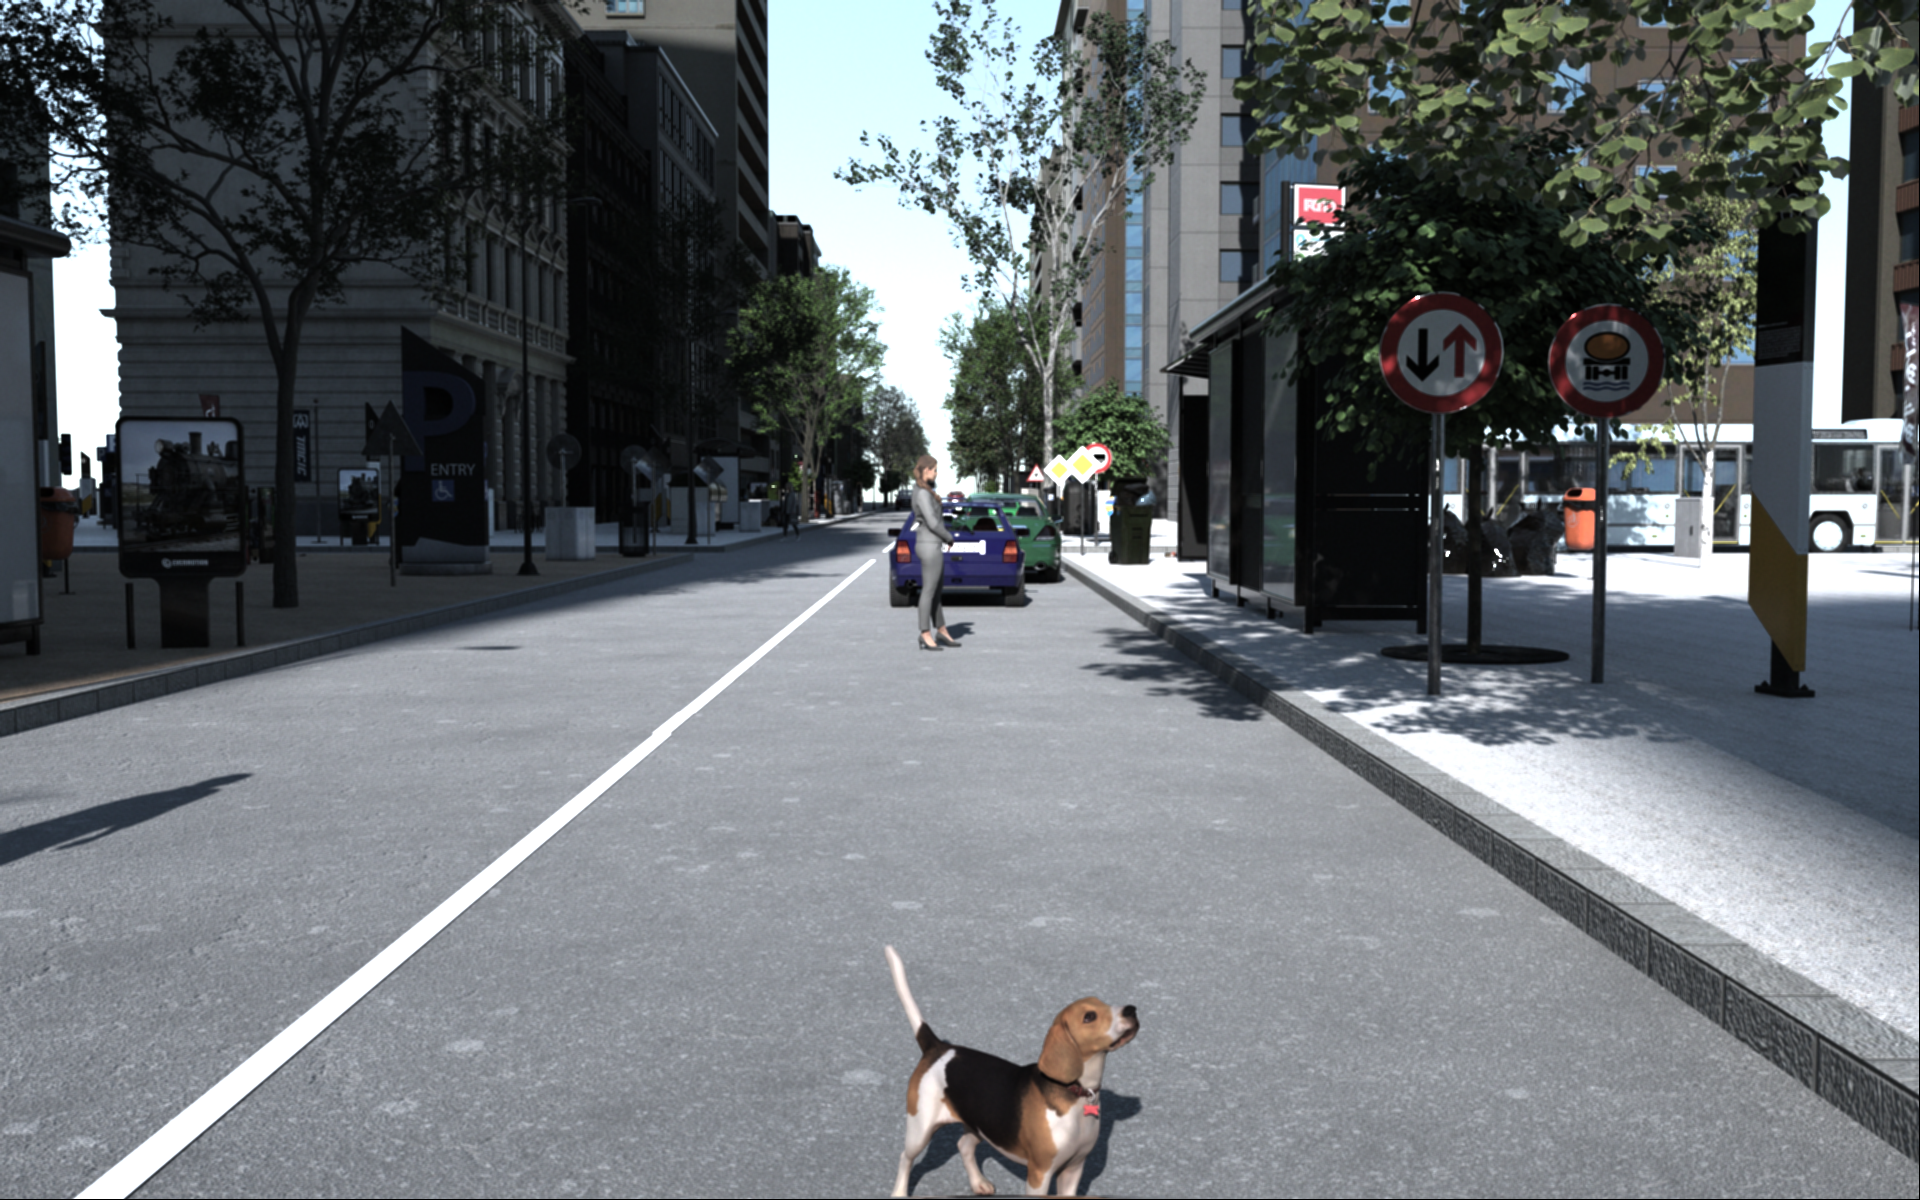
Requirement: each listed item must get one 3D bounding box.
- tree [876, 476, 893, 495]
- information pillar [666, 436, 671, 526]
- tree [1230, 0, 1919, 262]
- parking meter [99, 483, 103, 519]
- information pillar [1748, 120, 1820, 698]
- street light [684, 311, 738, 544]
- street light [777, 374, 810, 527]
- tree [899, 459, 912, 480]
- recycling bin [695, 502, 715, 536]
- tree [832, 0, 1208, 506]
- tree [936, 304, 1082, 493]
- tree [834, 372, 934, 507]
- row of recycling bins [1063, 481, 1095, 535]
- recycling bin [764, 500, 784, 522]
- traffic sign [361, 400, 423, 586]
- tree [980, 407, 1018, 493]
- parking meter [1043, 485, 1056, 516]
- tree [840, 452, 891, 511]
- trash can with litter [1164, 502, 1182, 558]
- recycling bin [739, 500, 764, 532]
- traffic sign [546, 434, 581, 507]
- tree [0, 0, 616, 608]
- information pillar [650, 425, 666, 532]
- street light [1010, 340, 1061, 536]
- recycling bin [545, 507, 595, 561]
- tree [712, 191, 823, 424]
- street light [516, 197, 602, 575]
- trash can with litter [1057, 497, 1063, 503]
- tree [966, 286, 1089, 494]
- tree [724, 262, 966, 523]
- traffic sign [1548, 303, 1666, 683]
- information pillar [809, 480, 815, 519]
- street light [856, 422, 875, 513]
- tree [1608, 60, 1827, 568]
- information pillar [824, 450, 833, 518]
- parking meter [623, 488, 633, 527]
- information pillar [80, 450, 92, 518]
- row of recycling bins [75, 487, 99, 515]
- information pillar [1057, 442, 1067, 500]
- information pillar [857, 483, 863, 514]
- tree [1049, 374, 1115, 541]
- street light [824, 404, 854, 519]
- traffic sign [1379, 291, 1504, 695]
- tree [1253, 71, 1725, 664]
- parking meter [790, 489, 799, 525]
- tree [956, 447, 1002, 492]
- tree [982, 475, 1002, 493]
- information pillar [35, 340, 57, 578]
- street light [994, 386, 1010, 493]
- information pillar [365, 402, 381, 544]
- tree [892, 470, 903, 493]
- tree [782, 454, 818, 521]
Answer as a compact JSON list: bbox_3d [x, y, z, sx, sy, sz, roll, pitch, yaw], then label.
[{"bbox_3d":[-7.398,-10.490,166.119,1.663,3.219,1.824,0,3,0],"label":"tree"},{"bbox_3d":[-11.861,-4.815,70.080,0.183,3.616,0.504,2,4,25],"label":"information pillar"},{"bbox_3d":[4.008,-5.313,4.992,7.486,12.596,7.792,0,3,0],"label":"tree"},{"bbox_3d":[-44.284,-5.128,89.550,0.255,1.863,0.399,0,4,2],"label":"parking meter"},{"bbox_3d":[5.255,-1.204,11.046,0.183,3.616,0.504,-1,4,-11],"label":"information pillar"},{"bbox_3d":[-6.334,-4.380,44.153,1.470,5.913,1.316,0,4,0],"label":"street light"},{"bbox_3d":[-6.373,-5.772,66.916,1.470,5.913,1.316,0,4,0],"label":"street light"},{"bbox_3d":[-8.389,-21.073,278.961,7.601,10.594,8.767,-2,4,-35],"label":"tree"},{"bbox_3d":[-7.850,-2.470,52.931,0.722,1.027,0.722,-1,4,-9],"label":"recycling bin"},{"bbox_3d":[2.042,-12.781,64.866,12.611,20.169,13.585,0,3,0],"label":"tree"},{"bbox_3d":[2.832,-11.480,104.708,9.611,12.733,9.660,0,3,0],"label":"tree"},{"bbox_3d":[-7.667,-16.178,174.885,12.009,13.543,11.850,0,3,0],"label":"tree"},{"bbox_3d":[3.852,-2.961,55.528,1.069,1.692,3.534,0,4,7],"label":"row of recycling bins"},{"bbox_3d":[-7.755,-3.610,71.578,0.722,1.027,0.722,-3,5,-39],"label":"recycling bin"},{"bbox_3d":[-7.874,-1.467,23.995,0.884,2.594,0.081,0,4,7],"label":"traffic sign"},{"bbox_3d":[2.982,-11.300,135.114,4.360,8.622,3.978,0,3,0],"label":"tree"},{"bbox_3d":[2.640,-2.614,51.142,0.372,1.533,0.369,0,3,0],"label":"parking meter"},{"bbox_3d":[-7.682,-9.240,134.782,4.285,4.588,4.351,0,3,0],"label":"tree"},{"bbox_3d":[5.042,-1.481,35.273,2.233,1.210,1.678,-2,4,-28],"label":"trash can with litter"},{"bbox_3d":[-7.122,-2.829,58.816,0.722,1.027,0.722,0,4,-5],"label":"recycling bin"},{"bbox_3d":[-8.372,-2.229,36.556,0.768,2.556,0.104,1,4,9],"label":"traffic sign"},{"bbox_3d":[-7.671,-5.172,18.981,8.767,10.594,7.601,0,4,-1],"label":"tree"},{"bbox_3d":[-10.238,-4.095,58.300,0.504,3.616,0.183,3,5,43],"label":"information pillar"},{"bbox_3d":[2.355,-4.887,52.446,1.470,5.913,1.316,0,4,0],"label":"street light"},{"bbox_3d":[-7.549,-1.284,33.550,0.722,1.027,0.722,1,4,18],"label":"recycling bin"},{"bbox_3d":[-7.755,-7.128,50.960,8.767,10.594,7.601,1,4,15],"label":"tree"},{"bbox_3d":[-6.305,-3.348,27.278,1.470,5.913,1.316,0,4,0],"label":"street light"},{"bbox_3d":[4.197,-3.549,69.410,1.055,1.170,0.624,3,5,39],"label":"trash can with litter"},{"bbox_3d":[2.765,-9.920,87.944,9.928,11.665,9.643,0,3,0],"label":"tree"},{"bbox_3d":[-6.742,-9.231,76.687,9.928,11.665,9.643,0,3,0],"label":"tree"},{"bbox_3d":[4.332,-0.709,11.693,0.768,2.556,0.104,0,4,5],"label":"traffic sign"},{"bbox_3d":[-7.529,-5.101,87.896,0.304,2.012,0.304,0,4,-6],"label":"information pillar"},{"bbox_3d":[-6.414,-8.496,111.451,1.470,5.913,1.316,0,4,0],"label":"street light"},{"bbox_3d":[12.876,-4.873,30.034,4.737,8.622,4.395,0,3,0],"label":"tree"},{"bbox_3d":[-6.966,-6.128,91.549,0.183,3.616,0.504,2,4,35],"label":"information pillar"},{"bbox_3d":[-12.924,-3.609,67.411,0.372,1.533,0.369,0,3,0],"label":"parking meter"},{"bbox_3d":[-46.600,-6.177,92.345,0.504,3.616,0.183,-1,4,-19],"label":"information pillar"},{"bbox_3d":[-53.405,-6.074,106.419,1.069,1.692,3.534,0,4,1],"label":"row of recycling bins"},{"bbox_3d":[4.510,-5.259,77.340,0.504,3.616,0.183,2,4,29],"label":"information pillar"},{"bbox_3d":[-6.583,-6.685,113.785,0.304,2.012,0.304,1,4,11],"label":"information pillar"},{"bbox_3d":[4.227,-3.906,47.570,4.285,4.588,4.351,0,3,0],"label":"tree"},{"bbox_3d":[-6.280,-7.139,89.262,1.470,5.913,1.316,0,4,0],"label":"street light"},{"bbox_3d":[3.033,-0.667,11.004,0.768,2.556,0.104,0,4,6],"label":"traffic sign"},{"bbox_3d":[4.042,-1.833,13.681,4.285,4.588,4.351,0,3,0],"label":"tree"},{"bbox_3d":[-6.973,-3.935,72.754,0.372,1.533,0.369,0,3,0],"label":"parking meter"},{"bbox_3d":[3.047,-17.429,219.369,7.601,10.594,8.767,3,4,39],"label":"tree"},{"bbox_3d":[3.739,-12.967,206.603,1.663,3.219,1.824,0,3,0],"label":"tree"},{"bbox_3d":[-14.187,-2.153,26.555,0.504,3.616,0.183,1,4,15],"label":"information pillar"},{"bbox_3d":[2.292,-6.222,74.275,1.470,5.913,1.316,0,4,0],"label":"street light"},{"bbox_3d":[-15.037,-3.243,44.370,0.183,3.616,0.504,1,4,14],"label":"information pillar"},{"bbox_3d":[-8.651,-14.184,215.616,4.285,4.588,4.351,0,3,0],"label":"tree"},{"bbox_3d":[-7.904,-5.414,83.118,1.663,3.219,1.824,0,3,0],"label":"tree"}]
